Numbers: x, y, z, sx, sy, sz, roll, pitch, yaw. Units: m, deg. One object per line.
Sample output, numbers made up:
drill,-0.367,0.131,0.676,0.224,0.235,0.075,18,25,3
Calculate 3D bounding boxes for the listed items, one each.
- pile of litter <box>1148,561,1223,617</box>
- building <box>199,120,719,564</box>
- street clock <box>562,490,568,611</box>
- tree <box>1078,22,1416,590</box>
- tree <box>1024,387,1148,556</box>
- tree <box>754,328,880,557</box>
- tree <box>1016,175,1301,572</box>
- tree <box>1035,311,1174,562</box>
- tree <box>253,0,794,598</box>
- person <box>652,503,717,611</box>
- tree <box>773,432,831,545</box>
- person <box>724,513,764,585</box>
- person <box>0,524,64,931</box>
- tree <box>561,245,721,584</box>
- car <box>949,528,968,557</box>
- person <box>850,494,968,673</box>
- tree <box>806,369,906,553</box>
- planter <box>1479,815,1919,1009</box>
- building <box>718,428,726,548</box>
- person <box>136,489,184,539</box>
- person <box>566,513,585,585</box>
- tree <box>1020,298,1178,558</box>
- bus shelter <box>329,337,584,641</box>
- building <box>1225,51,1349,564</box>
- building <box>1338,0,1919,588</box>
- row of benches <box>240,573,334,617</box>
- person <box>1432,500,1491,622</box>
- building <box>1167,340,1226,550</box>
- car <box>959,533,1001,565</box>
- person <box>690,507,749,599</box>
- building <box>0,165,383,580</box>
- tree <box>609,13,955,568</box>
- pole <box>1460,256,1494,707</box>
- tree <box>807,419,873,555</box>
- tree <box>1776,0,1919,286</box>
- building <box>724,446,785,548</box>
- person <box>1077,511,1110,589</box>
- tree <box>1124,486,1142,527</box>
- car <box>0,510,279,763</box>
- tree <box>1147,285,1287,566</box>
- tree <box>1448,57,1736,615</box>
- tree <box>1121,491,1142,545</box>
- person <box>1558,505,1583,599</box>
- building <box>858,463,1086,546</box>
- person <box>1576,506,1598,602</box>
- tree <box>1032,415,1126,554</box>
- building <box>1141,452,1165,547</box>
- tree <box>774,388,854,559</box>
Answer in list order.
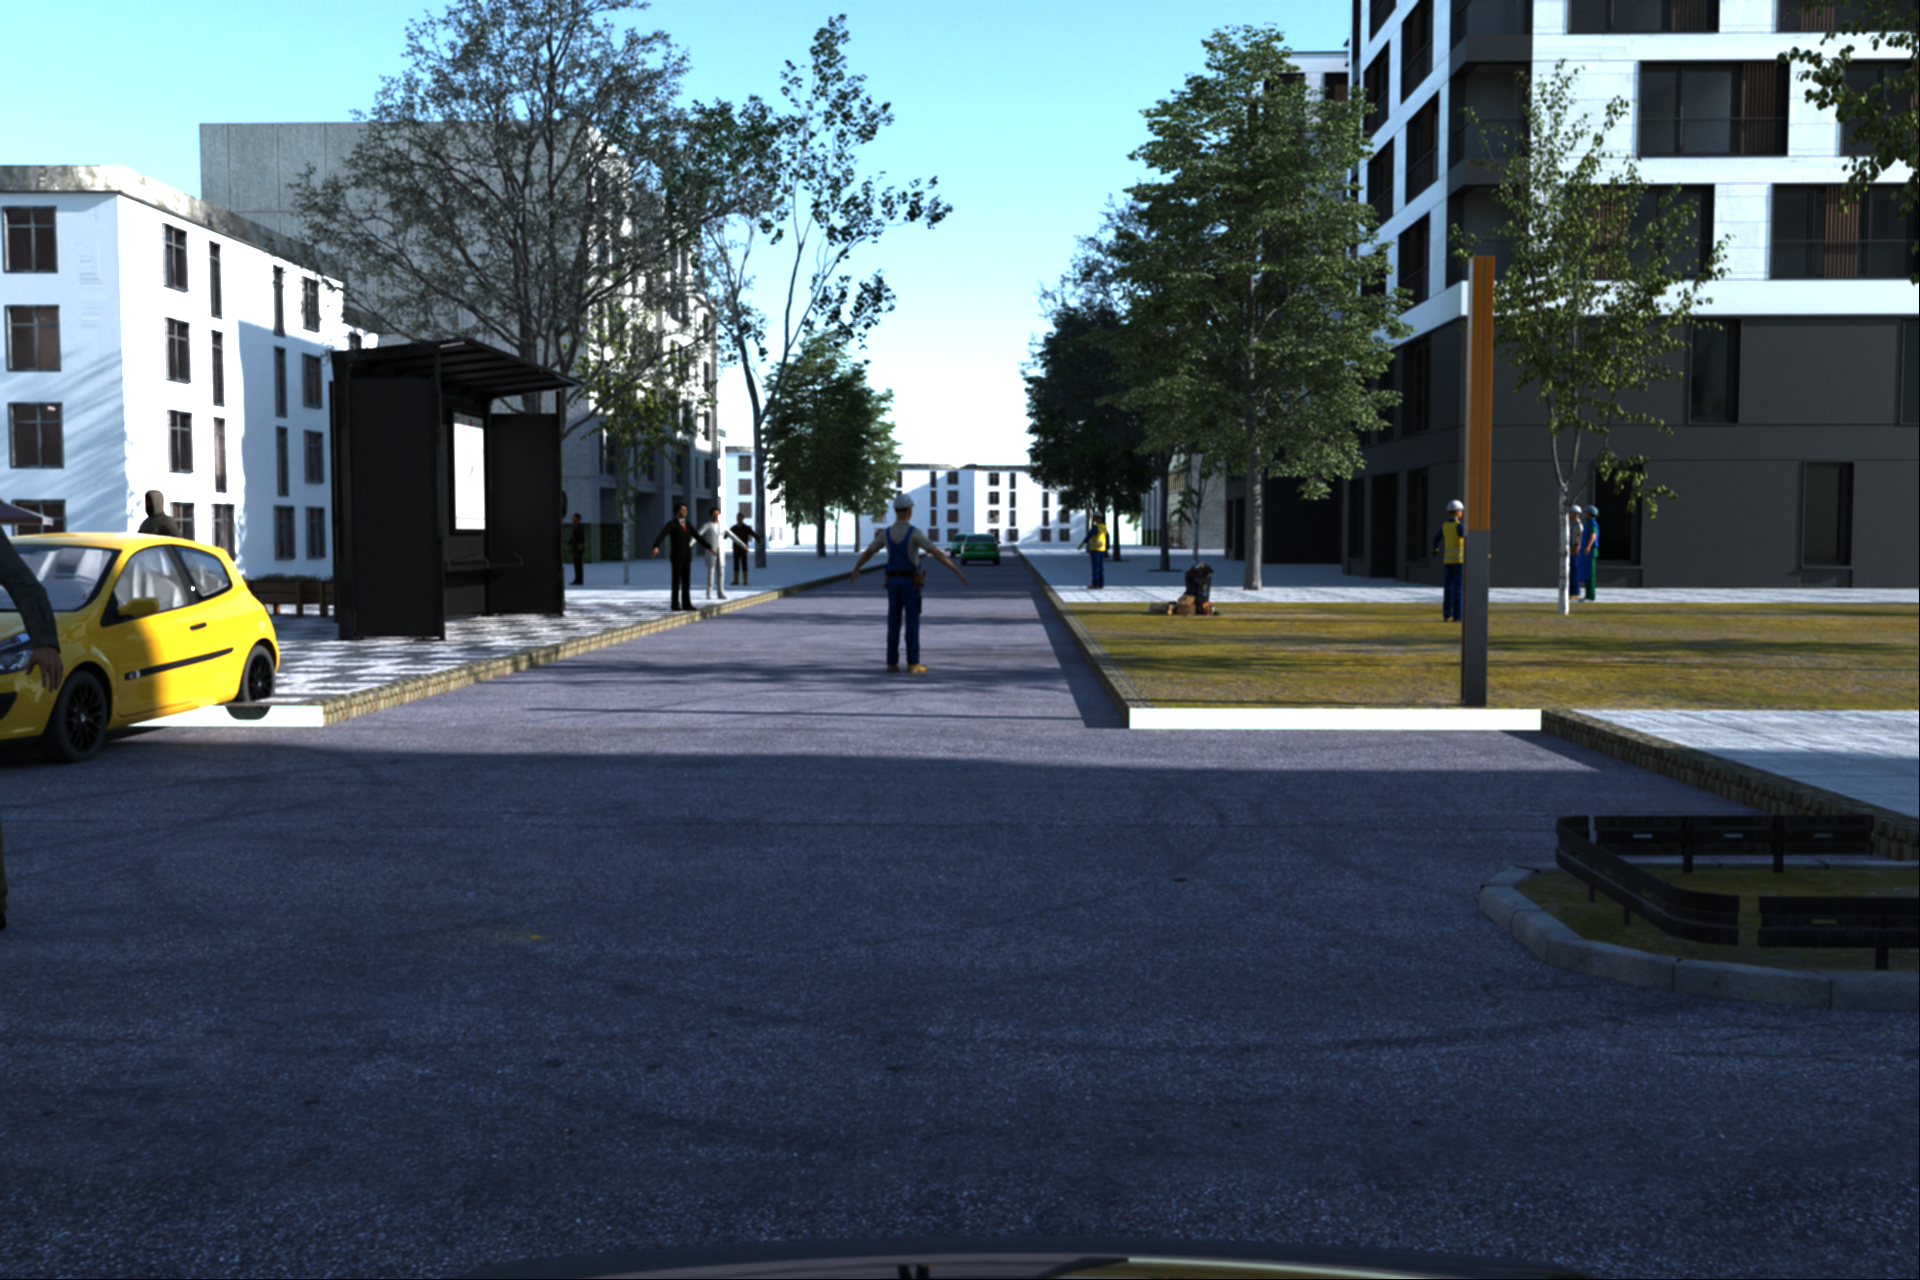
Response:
pile of litter,3.603,-0.843,27.754,1.176,0.858,1.719,0,4,1
building,-23.723,-13.692,90.318,16.747,18.905,31.486,0,4,2
street clock,-6.688,-1.481,28.783,0.358,2.002,0.471,0,4,2
tree,6.462,-7.433,39.650,7.486,12.596,7.792,0,3,0
tree,7.728,-10.277,102.438,8.767,10.594,7.601,1,4,13
tree,-7.910,-10.856,95.620,7.486,12.596,7.792,0,3,0
tree,6.986,-9.109,59.308,12.009,13.543,11.850,0,3,0
tree,7.240,-9.495,81.006,9.928,11.665,9.643,0,3,0
tree,-8.422,-7.595,34.544,12.009,13.543,11.850,0,3,0
person,-4.640,-1.390,28.913,0.705,1.806,1.347,3,5,42
tree,-19.793,-18.606,210.861,9.857,13.997,8.962,0,3,0
person,-5.534,-2.288,43.548,1.346,1.812,0.704,1,4,12
person,-3.652,0.155,6.202,1.348,1.796,0.705,2,4,23
tree,-8.383,-5.753,44.423,4.737,8.622,4.395,0,3,0
car,0.314,-6.040,107.556,1.959,1.807,4.718,0,4,1
person,-0.573,-0.589,17.948,1.347,1.847,0.705,2,4,24
tree,-7.350,-12.331,119.739,7.486,12.596,7.792,0,3,0
planter,2.963,0.914,6.200,1.991,0.319,1.994,0,4,2
building,-23.507,-12.143,140.682,9.099,9.664,28.070,0,4,1
person,-9.568,-0.884,20.576,1.348,1.813,0.705,2,4,32
person,-9.684,-2.295,43.740,0.704,1.802,1.346,-2,4,-27
tree,7.667,-11.379,92.701,9.857,13.997,8.962,0,3,0
bus shelter,-6.695,-1.989,23.801,1.731,3.624,6.357,0,4,1
building,27.499,-15.025,89.639,27.936,21.610,32.646,0,4,2
building,26.105,-12.985,56.285,27.936,21.610,32.646,0,4,1
row of benches,-10.572,-0.730,27.405,4.104,0.672,1.422,1,4,22
person,7.295,-1.152,25.297,0.721,1.772,1.216,-2,4,-24
building,27.945,-19.519,150.066,19.493,23.208,18.063,0,4,2
car,0.940,-4.381,80.421,1.959,1.807,4.718,0,4,0
person,-4.820,-1.712,34.184,1.347,1.806,0.705,-2,4,-30
building,-23.417,-6.819,53.632,9.099,9.664,28.070,0,4,1
tree,-6.862,-12.729,64.002,12.611,20.169,13.585,0,3,0
pole,3.839,-1.163,12.855,0.158,3.312,0.155,0,3,0
tree,-7.588,-9.431,104.565,4.360,8.622,3.978,0,3,0
tree,9.675,-4.003,15.804,4.737,8.622,4.395,0,3,0
building,-22.452,-14.467,178.678,9.099,9.664,28.070,0,4,1
person,3.209,-2.126,40.731,0.705,1.833,1.349,3,4,36
tree,23.141,-17.871,210.314,7.486,12.596,7.792,0,3,0
car,-6.299,-0.113,12.068,2.015,1.641,3.980,0,4,2
tree,6.807,-6.001,48.487,4.737,8.622,4.395,0,3,0
tree,9.596,-4.693,27.096,4.737,8.622,4.395,0,3,0
tree,20.648,-15.538,204.414,4.737,8.622,4.395,0,3,0
person,12.058,-1.727,34.095,0.705,1.847,1.347,0,4,5
building,1.326,-16.076,207.445,28.070,9.664,9.099,0,4,-7
person,11.838,-1.623,32.670,0.704,1.817,1.347,1,4,16
tree,8.436,-11.532,114.297,9.928,11.665,9.643,0,3,0
building,28.789,-19.391,183.496,16.747,18.905,31.486,0,4,2
tree,-7.253,-8.391,87.548,4.737,8.622,4.395,0,3,0
